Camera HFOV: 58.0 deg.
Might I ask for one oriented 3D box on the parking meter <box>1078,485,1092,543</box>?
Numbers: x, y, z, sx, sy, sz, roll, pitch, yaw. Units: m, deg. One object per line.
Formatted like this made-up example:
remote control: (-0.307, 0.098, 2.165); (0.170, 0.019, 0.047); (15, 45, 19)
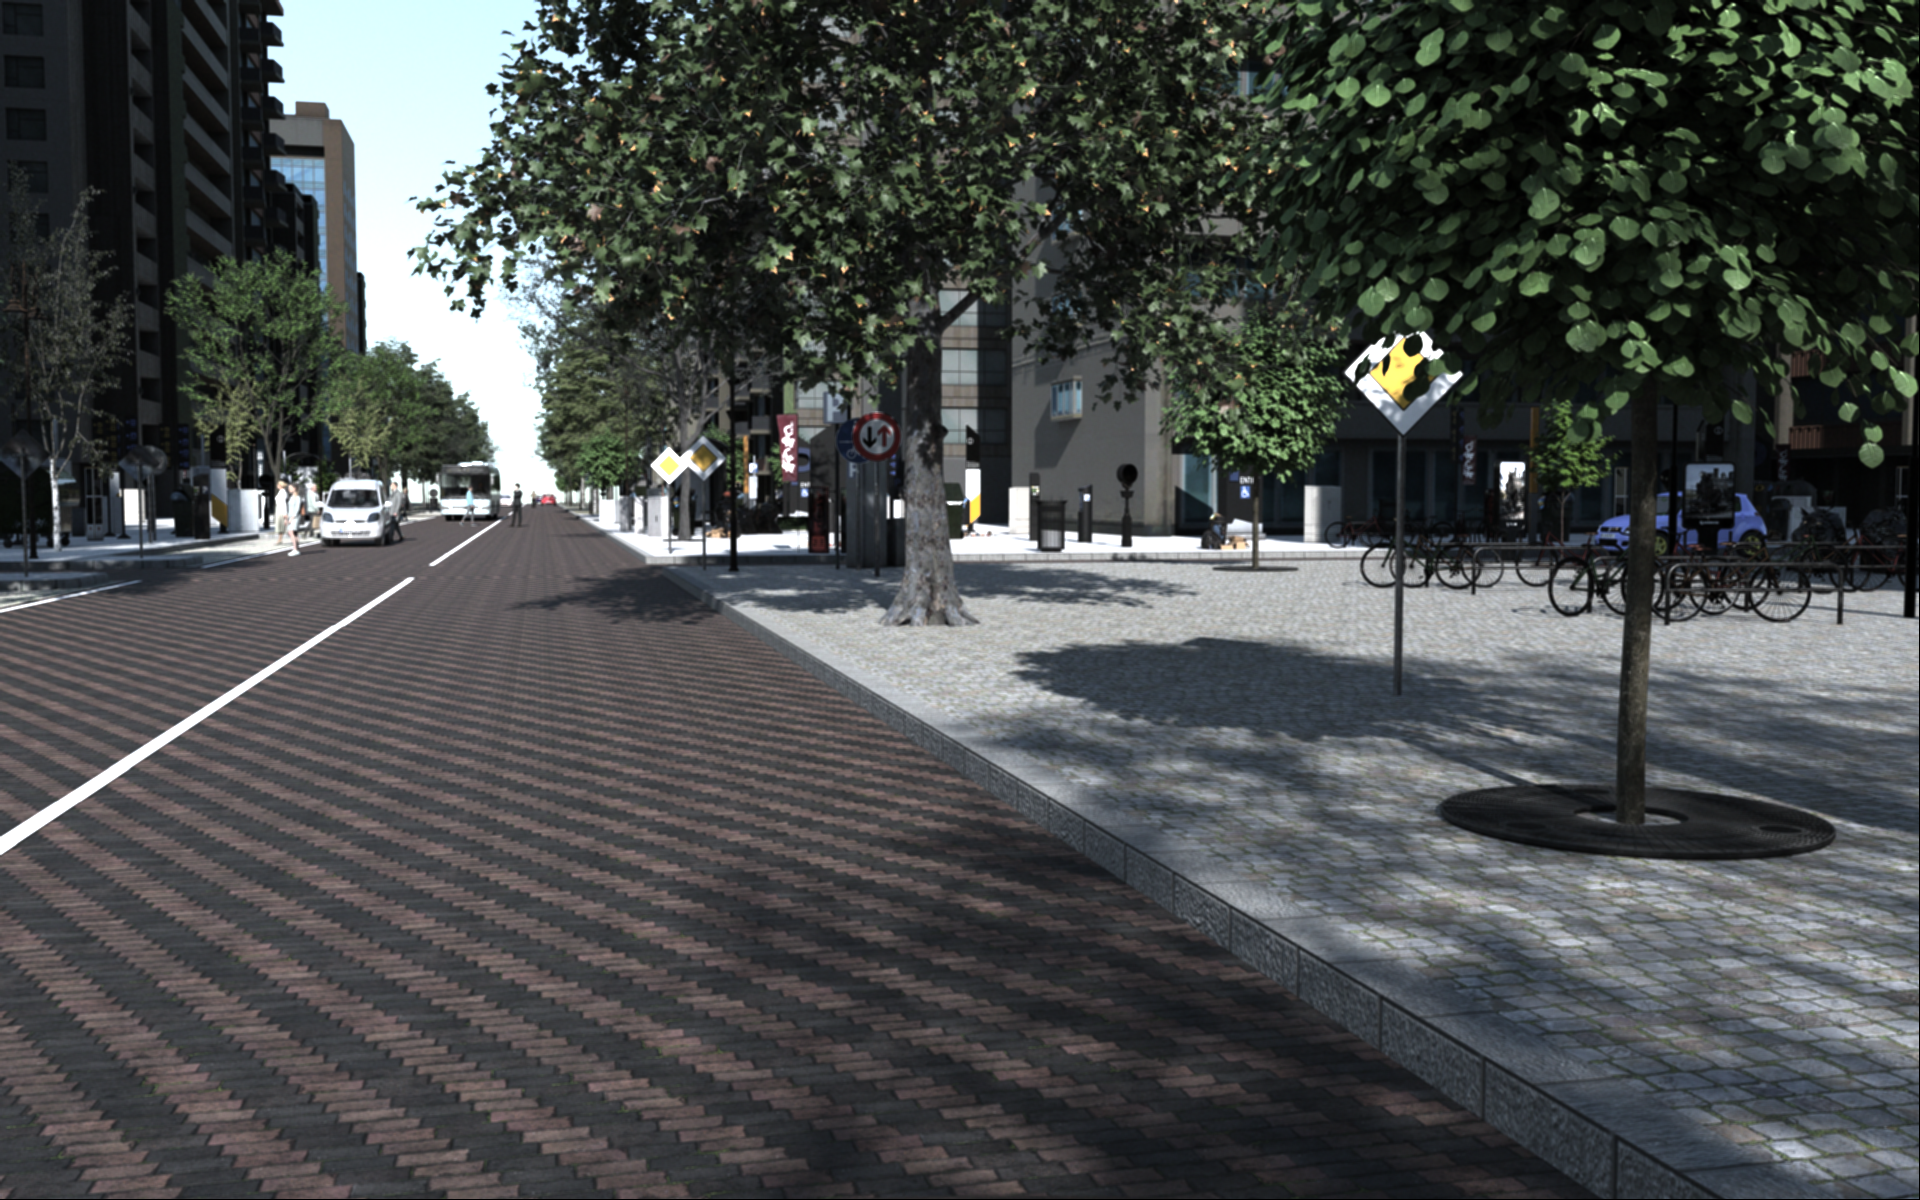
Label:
parking meter: (3.319, -2.295, 45.938); (0.372, 1.533, 0.369); (0, 3, 0)

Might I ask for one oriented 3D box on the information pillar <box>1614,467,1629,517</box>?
information pillar: (18.160, -2.635, 47.567); (0.304, 2.012, 0.304); (2, 4, 33)

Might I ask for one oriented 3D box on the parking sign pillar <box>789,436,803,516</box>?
parking sign pillar: (-6.501, -5.135, 72.429); (1.447, 3.967, 1.447); (-1, 4, -9)

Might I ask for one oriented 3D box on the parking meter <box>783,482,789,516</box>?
parking meter: (-8.426, -4.791, 84.039); (0.255, 1.863, 0.399); (1, 4, 13)

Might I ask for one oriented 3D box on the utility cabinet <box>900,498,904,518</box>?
utility cabinet: (-1.741, -3.576, 67.143); (1.173, 1.500, 0.318); (-2, 4, -30)

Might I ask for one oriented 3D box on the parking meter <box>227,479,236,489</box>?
parking meter: (-28.686, -3.815, 68.083); (0.399, 1.863, 0.255); (1, 4, 22)

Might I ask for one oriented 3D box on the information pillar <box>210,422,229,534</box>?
information pillar: (-24.072, -3.970, 56.270); (0.504, 3.616, 0.183); (-2, 4, -26)

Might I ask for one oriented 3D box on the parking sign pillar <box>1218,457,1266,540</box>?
parking sign pillar: (7.861, -3.673, 48.518); (1.447, 3.967, 1.447); (-2, 4, -31)

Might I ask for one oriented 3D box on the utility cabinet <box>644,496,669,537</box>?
utility cabinet: (-8.991, -2.474, 51.603); (0.306, 1.237, 1.020); (-2, 4, -33)

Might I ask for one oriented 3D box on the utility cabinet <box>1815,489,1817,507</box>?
utility cabinet: (31.102, -3.339, 63.271); (0.318, 1.500, 1.173); (2, 4, 30)

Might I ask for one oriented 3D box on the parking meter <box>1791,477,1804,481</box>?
parking meter: (28.314, -3.238, 58.659); (0.399, 1.863, 0.255); (3, 5, 41)

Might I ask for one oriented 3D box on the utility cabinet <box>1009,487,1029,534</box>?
utility cabinet: (2.000, -2.840, 55.109); (0.318, 1.500, 1.173); (3, 4, 36)

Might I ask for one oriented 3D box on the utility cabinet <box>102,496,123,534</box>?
utility cabinet: (-27.186, -2.717, 55.581); (0.306, 1.237, 1.020); (-3, 5, -43)

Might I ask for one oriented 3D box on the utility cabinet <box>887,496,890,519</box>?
utility cabinet: (-2.845, -2.893, 58.470); (1.020, 1.237, 0.306); (-3, 5, -40)

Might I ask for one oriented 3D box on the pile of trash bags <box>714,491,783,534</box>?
pile of trash bags: (-7.147, -2.872, 56.709); (1.912, 1.369, 3.447); (-2, 4, -25)

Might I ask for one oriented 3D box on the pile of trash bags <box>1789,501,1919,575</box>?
pile of trash bags: (15.326, -1.129, 28.207); (3.447, 1.369, 1.912); (2, 4, 33)

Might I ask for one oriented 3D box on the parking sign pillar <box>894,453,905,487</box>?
parking sign pillar: (-3.268, -6.526, 95.179); (1.447, 3.967, 1.447); (1, 4, 12)

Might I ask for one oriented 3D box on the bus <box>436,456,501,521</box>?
bus: (-27.217, -6.218, 96.523); (2.948, 3.499, 13.247); (-1, 4, -12)

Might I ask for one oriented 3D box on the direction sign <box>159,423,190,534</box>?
direction sign: (-25.199, -3.891, 55.616); (0.876, 3.537, 0.379); (-2, 4, -30)

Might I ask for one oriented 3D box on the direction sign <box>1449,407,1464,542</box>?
direction sign: (12.863, -3.235, 44.883); (0.379, 3.537, 0.876); (3, 4, 37)

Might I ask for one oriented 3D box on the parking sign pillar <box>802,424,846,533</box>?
parking sign pillar: (-4.315, -4.226, 57.564); (1.447, 3.967, 1.447); (0, 4, 3)

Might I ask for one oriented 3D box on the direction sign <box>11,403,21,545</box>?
direction sign: (-23.599, -3.137, 43.288); (0.379, 3.537, 0.876); (-2, 4, -25)

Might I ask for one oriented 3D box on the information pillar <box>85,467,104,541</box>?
information pillar: (-23.757, -2.632, 47.530); (0.304, 2.012, 0.304); (2, 4, 24)

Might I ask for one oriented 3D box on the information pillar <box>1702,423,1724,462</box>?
information pillar: (21.282, -3.517, 48.861); (0.504, 3.616, 0.183); (1, 4, 18)

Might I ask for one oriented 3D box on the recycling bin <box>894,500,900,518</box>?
recycling bin: (-2.492, -3.840, 75.342); (0.722, 1.027, 0.722); (0, 4, 5)

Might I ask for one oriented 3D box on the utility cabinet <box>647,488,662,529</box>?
utility cabinet: (-10.919, -3.249, 61.800); (0.318, 1.500, 1.173); (-1, 4, -22)

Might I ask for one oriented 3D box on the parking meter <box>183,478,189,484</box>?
parking meter: (-28.128, -3.518, 63.236); (0.255, 1.863, 0.399); (1, 4, 11)

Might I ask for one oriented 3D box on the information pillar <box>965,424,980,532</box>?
information pillar: (0.431, -4.085, 58.142); (0.504, 3.616, 0.183); (1, 4, 9)

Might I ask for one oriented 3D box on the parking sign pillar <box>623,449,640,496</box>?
parking sign pillar: (-20.523, -7.315, 108.079); (1.447, 3.967, 1.447); (-3, 5, -44)

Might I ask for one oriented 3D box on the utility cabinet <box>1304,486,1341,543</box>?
utility cabinet: (9.548, -2.255, 45.541); (1.173, 1.500, 0.318); (-3, 5, -40)

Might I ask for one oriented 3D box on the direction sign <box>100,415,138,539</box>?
direction sign: (-24.090, -3.535, 49.797); (0.876, 3.537, 0.379); (-3, 5, -41)

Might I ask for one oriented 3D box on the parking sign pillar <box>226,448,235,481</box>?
parking sign pillar: (-42.820, -6.910, 101.455); (1.447, 3.967, 1.447); (-1, 4, -12)

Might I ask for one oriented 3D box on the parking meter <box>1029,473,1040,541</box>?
parking meter: (2.038, -2.545, 47.328); (0.255, 1.863, 0.399); (0, 4, -3)

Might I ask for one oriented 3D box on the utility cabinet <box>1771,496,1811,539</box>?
utility cabinet: (23.669, -2.336, 49.357); (0.306, 1.237, 1.020); (-3, 4, -36)

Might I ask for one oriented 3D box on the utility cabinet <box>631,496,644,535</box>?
utility cabinet: (-10.230, -2.701, 55.324); (0.306, 1.237, 1.020); (0, 4, -6)

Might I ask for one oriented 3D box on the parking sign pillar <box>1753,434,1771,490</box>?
parking sign pillar: (28.572, -4.533, 62.583); (1.447, 3.967, 1.447); (2, 4, 27)

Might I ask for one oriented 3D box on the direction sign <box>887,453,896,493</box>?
direction sign: (-3.262, -5.251, 77.856); (0.876, 3.537, 0.379); (2, 4, 25)

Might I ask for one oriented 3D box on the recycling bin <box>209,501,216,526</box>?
recycling bin: (-30.564, -3.510, 69.936); (0.722, 1.027, 0.722); (1, 4, 18)

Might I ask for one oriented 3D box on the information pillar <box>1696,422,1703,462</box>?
information pillar: (23.116, -3.840, 54.137); (0.183, 3.616, 0.504); (3, 5, 43)

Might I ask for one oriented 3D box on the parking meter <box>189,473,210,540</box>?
parking meter: (-21.436, -2.644, 48.945); (0.255, 1.863, 0.399); (1, 4, 20)

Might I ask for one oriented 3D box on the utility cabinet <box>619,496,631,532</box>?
utility cabinet: (-11.516, -2.971, 59.739); (0.306, 1.237, 1.020); (0, 4, -4)

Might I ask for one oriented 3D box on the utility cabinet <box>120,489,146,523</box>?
utility cabinet: (-36.684, -4.160, 76.698); (1.173, 1.500, 0.318); (1, 4, 14)

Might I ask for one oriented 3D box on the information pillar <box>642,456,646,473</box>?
information pillar: (-19.165, -6.942, 104.849); (0.504, 3.616, 0.183); (2, 4, 33)

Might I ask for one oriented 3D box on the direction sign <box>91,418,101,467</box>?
direction sign: (-25.669, -3.681, 52.181); (0.379, 3.537, 0.876); (3, 4, 37)

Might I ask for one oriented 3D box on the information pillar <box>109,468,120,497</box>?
information pillar: (-32.109, -4.548, 65.716); (0.504, 3.616, 0.183); (2, 4, 24)

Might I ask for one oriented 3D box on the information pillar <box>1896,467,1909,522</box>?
information pillar: (25.230, -2.558, 46.319); (0.304, 2.012, 0.304); (1, 4, 12)

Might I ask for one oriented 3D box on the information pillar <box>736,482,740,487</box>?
information pillar: (-13.358, -6.070, 103.732); (0.304, 2.012, 0.304); (-3, 4, -36)
